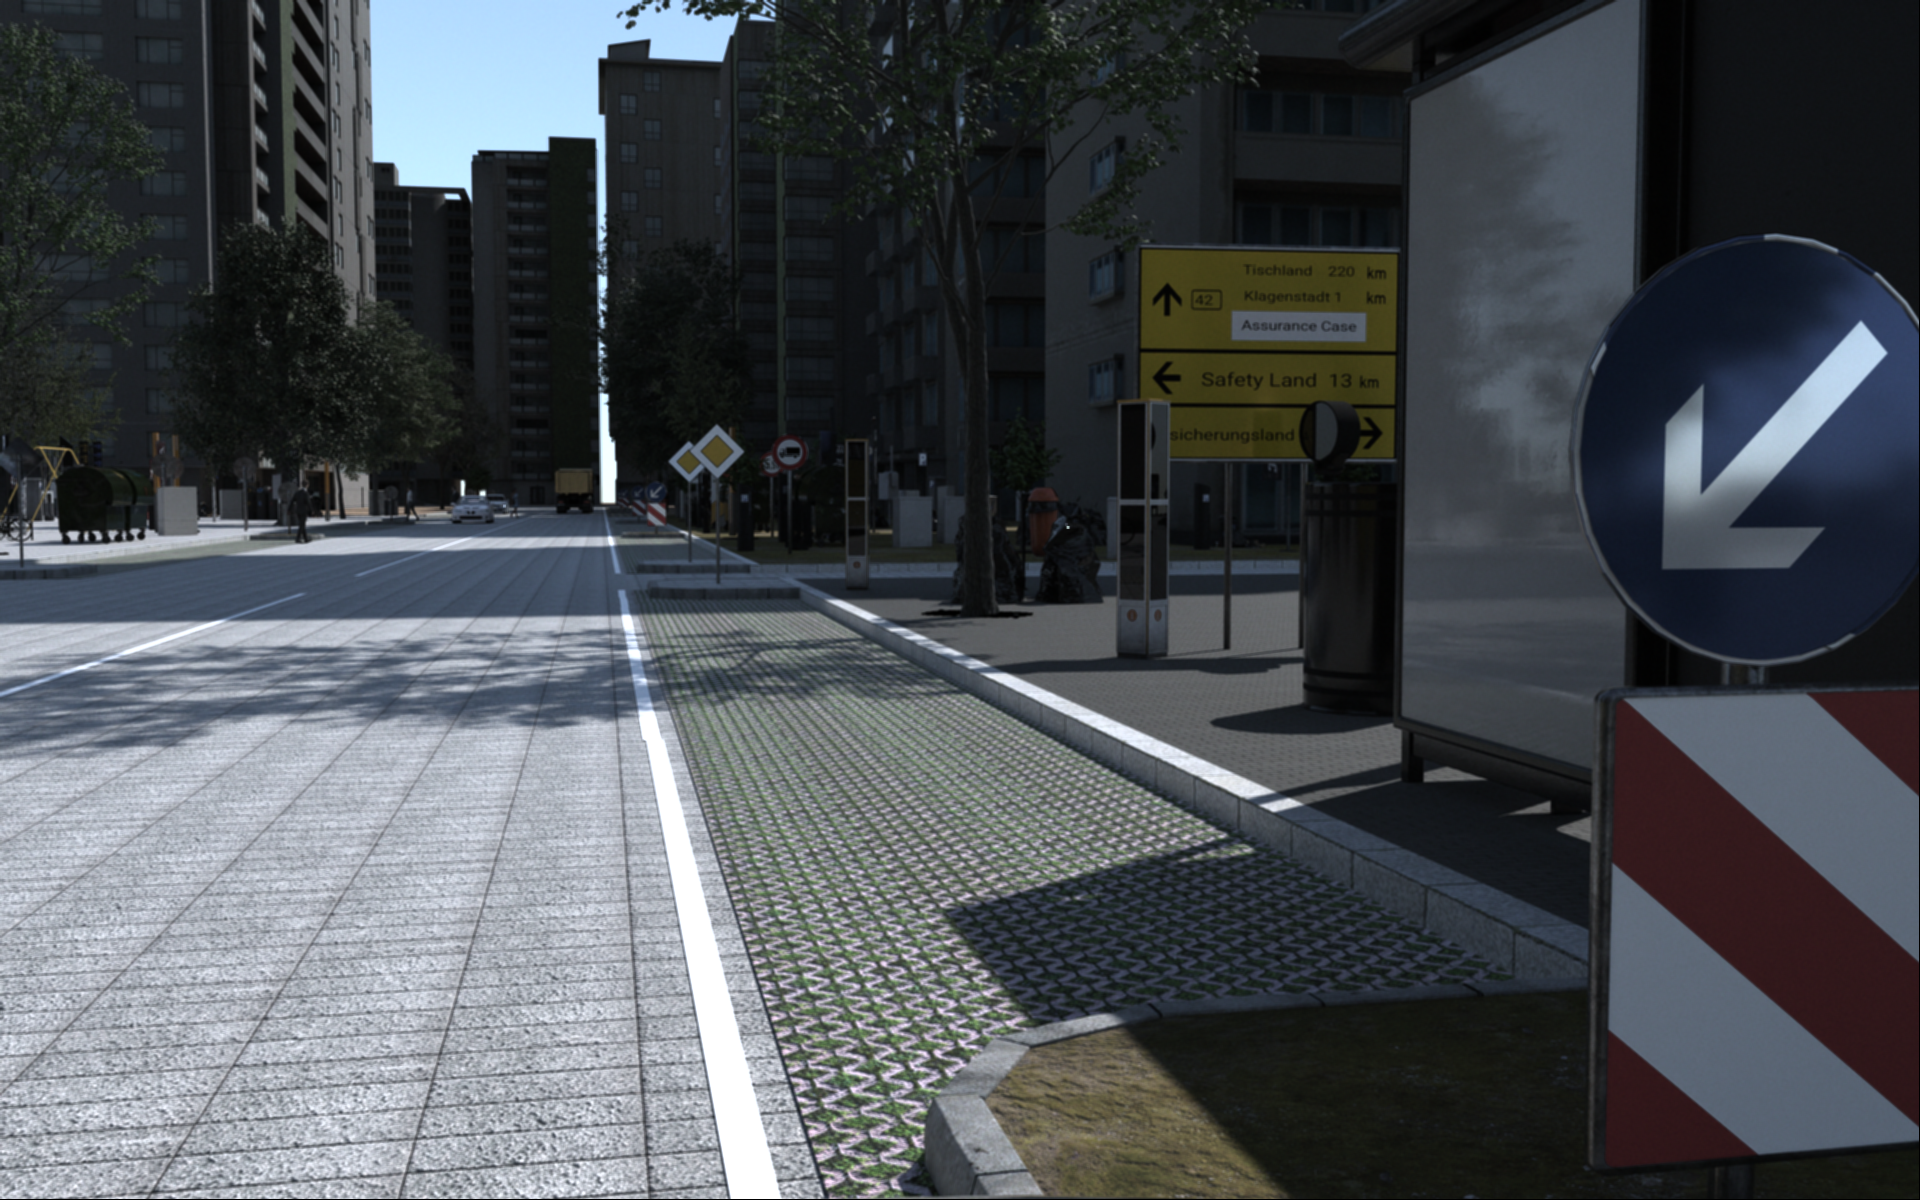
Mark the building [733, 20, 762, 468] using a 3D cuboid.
[{"bbox_3d":[-13.166,-28.812,154.669,14.154,41.232,14.086,-1,4,-12],"label":"building"}]

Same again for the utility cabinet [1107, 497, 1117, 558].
[{"bbox_3d":[3.451,-1.431,34.556,1.020,1.237,0.306,1,4,13],"label":"utility cabinet"}]

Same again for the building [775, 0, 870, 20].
[{"bbox_3d":[-5.570,-26.524,117.268,14.154,41.232,14.086,-1,4,-12],"label":"building"}]

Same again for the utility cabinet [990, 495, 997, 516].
[{"bbox_3d":[0.896,-3.221,63.818,1.020,1.237,0.306,-3,4,-39],"label":"utility cabinet"}]

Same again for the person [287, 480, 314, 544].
[{"bbox_3d":[-19.032,-2.567,50.250,0.659,1.850,0.755,2,4,27],"label":"person"}]

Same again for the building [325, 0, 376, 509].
[{"bbox_3d":[-66.268,-34.351,150.873,27.495,52.752,28.713,-1,4,-12],"label":"building"}]

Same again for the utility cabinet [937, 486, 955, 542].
[{"bbox_3d":[-0.390,-2.299,46.266,0.318,1.500,1.173,1,4,9],"label":"utility cabinet"}]

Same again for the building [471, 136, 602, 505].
[{"bbox_3d":[-48.889,-31.624,200.642,14.086,41.232,14.154,-1,4,-12],"label":"building"}]

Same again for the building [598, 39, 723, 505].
[{"bbox_3d":[-29.786,-38.055,211.444,27.495,52.752,28.713,-1,4,-12],"label":"building"}]

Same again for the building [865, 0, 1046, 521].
[{"bbox_3d":[6.957,-29.108,95.532,23.786,49.044,30.456,-1,4,-12],"label":"building"}]

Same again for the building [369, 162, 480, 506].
[{"bbox_3d":[-69.465,-31.400,205.270,23.993,40.220,32.217,-1,4,-12],"label":"building"}]

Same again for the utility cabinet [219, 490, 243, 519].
[{"bbox_3d":[-36.801,-4.826,87.585,0.318,1.500,1.173,3,5,43],"label":"utility cabinet"}]

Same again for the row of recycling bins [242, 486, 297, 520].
[{"bbox_3d":[-34.166,-4.818,85.889,3.534,1.692,1.069,2,4,25],"label":"row of recycling bins"}]

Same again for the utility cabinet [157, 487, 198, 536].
[{"bbox_3d":[-24.032,-2.722,53.176,0.318,1.500,1.173,2,4,30],"label":"utility cabinet"}]

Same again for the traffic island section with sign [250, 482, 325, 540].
[{"bbox_3d":[-21.099,-2.801,54.420,1.989,1.847,2.006,-1,4,-12],"label":"traffic island section with sign"}]

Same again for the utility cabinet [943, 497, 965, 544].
[{"bbox_3d":[0.081,-2.061,44.867,1.020,1.237,0.306,0,4,-4],"label":"utility cabinet"}]

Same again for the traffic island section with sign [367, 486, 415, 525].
[{"bbox_3d":[-26.670,-4.444,81.281,1.989,1.847,2.006,-1,4,-12],"label":"traffic island section with sign"}]

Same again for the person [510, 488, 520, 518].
[{"bbox_3d":[-26.697,-5.816,103.693,0.778,1.811,0.616,2,4,31],"label":"person"}]

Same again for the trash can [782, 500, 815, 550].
[{"bbox_3d":[-3.694,-1.708,39.578,0.748,1.137,0.748,0,3,0],"label":"trash can"}]

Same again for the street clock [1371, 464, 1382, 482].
[{"bbox_3d":[9.996,-2.281,41.860,0.358,2.002,0.471,0,4,-6],"label":"street clock"}]

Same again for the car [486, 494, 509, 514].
[{"bbox_3d":[-33.179,-6.826,123.613,2.014,1.417,4.499,-1,4,-11],"label":"car"}]

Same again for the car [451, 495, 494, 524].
[{"bbox_3d":[-24.137,-4.497,85.895,2.083,1.381,4.827,-1,4,-13],"label":"car"}]

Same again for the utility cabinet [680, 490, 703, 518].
[{"bbox_3d":[-14.034,-5.003,90.473,1.173,1.500,0.318,-3,4,-38],"label":"utility cabinet"}]

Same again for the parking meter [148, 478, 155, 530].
[{"bbox_3d":[-28.820,-3.433,61.839,0.255,1.863,0.399,-1,4,-16],"label":"parking meter"}]

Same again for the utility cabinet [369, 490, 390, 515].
[{"bbox_3d":[-34.350,-5.738,102.493,1.173,1.500,0.318,0,4,-3],"label":"utility cabinet"}]

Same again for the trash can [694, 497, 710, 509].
[{"bbox_3d":[-11.538,-4.027,77.489,0.748,1.137,0.748,0,3,0],"label":"trash can"}]

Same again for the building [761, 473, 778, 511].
[{"bbox_3d":[0.340,-27.291,138.083,32.217,40.220,23.993,-1,4,-12],"label":"building"}]

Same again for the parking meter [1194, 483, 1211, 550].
[{"bbox_3d":[5.597,-1.934,40.028,0.372,1.533,0.369,0,3,0],"label":"parking meter"}]

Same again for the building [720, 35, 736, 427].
[{"bbox_3d":[-15.750,-31.701,168.425,14.600,45.320,14.200,-1,4,-12],"label":"building"}]

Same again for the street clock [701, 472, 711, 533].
[{"bbox_3d":[-8.258,-3.169,56.378,0.358,2.002,0.471,0,4,-1],"label":"street clock"}]

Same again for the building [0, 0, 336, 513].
[{"bbox_3d":[-57.654,-30.543,123.085,21.300,48.544,21.600,-1,4,-12],"label":"building"}]

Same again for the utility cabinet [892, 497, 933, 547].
[{"bbox_3d":[-1.157,-1.885,41.979,1.020,1.237,0.306,-3,4,-38],"label":"utility cabinet"}]

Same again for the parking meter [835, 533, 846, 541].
[{"bbox_3d":[-3.256,-2.568,47.701,0.399,1.863,0.255,2,4,24],"label":"parking meter"}]

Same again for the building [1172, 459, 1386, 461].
[{"bbox_3d":[26.966,-19.983,171.768,28.899,21.520,27.650,-1,4,-12],"label":"building"}]

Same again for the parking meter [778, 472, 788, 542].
[{"bbox_3d":[-4.649,-2.480,46.256,0.399,1.863,0.255,-1,4,-16],"label":"parking meter"}]

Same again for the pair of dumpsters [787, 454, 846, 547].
[{"bbox_3d":[-3.367,-2.526,43.801,1.574,2.255,4.437,-1,4,-12],"label":"pair of dumpsters"}]

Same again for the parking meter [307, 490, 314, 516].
[{"bbox_3d":[-37.214,-5.556,99.244,0.372,1.533,0.369,0,3,0],"label":"parking meter"}]

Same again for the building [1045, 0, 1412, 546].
[{"bbox_3d":[13.969,-26.305,53.787,21.600,48.544,21.300,-1,4,-12],"label":"building"}]

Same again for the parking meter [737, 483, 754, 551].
[{"bbox_3d":[-4.827,-1.870,38.984,0.372,1.533,0.369,0,3,0],"label":"parking meter"}]

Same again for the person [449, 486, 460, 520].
[{"bbox_3d":[-26.997,-5.155,92.566,0.755,1.850,0.659,-2,4,-32],"label":"person"}]

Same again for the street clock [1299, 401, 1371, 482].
[{"bbox_3d":[2.877,-0.548,13.531,0.358,2.002,0.471,-2,4,-28],"label":"street clock"}]

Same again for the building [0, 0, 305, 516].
[{"bbox_3d":[-49.409,-25.886,106.825,14.154,41.232,14.086,-1,4,-12],"label":"building"}]

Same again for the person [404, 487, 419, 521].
[{"bbox_3d":[-28.910,-5.058,91.297,0.850,1.850,0.679,1,4,16],"label":"person"}]

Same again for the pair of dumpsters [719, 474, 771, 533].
[{"bbox_3d":[-7.329,-3.481,59.415,1.574,2.255,4.437,-1,4,-12],"label":"pair of dumpsters"}]

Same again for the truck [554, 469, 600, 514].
[{"bbox_3d":[-29.007,-8.243,130.696,3.469,3.379,9.791,-1,4,-10],"label":"truck"}]

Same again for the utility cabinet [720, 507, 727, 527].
[{"bbox_3d":[-8.746,-3.541,66.572,1.173,1.500,0.318,-2,4,-25],"label":"utility cabinet"}]

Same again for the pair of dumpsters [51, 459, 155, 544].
[{"bbox_3d":[-22.848,-2.675,46.231,1.574,2.255,4.437,-1,4,-12],"label":"pair of dumpsters"}]
